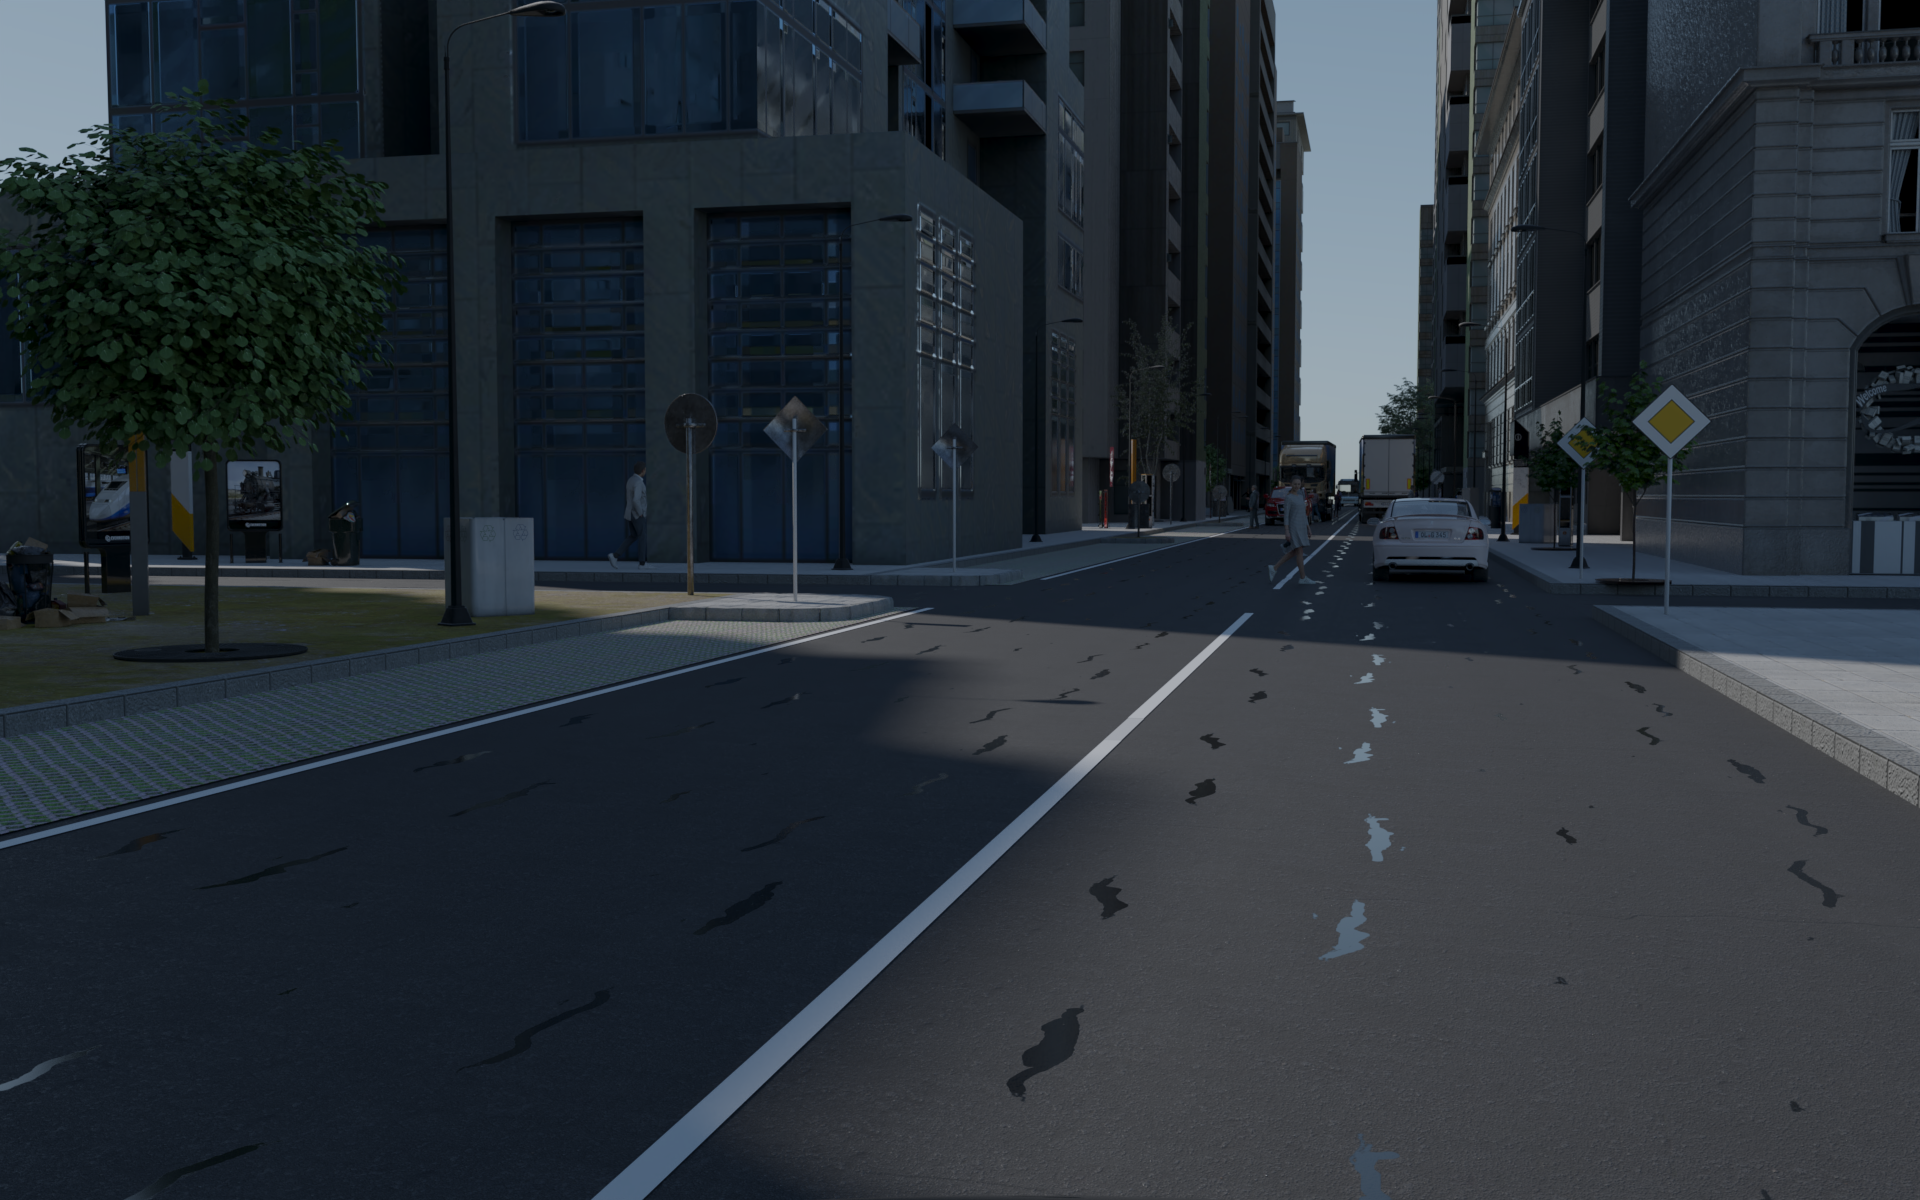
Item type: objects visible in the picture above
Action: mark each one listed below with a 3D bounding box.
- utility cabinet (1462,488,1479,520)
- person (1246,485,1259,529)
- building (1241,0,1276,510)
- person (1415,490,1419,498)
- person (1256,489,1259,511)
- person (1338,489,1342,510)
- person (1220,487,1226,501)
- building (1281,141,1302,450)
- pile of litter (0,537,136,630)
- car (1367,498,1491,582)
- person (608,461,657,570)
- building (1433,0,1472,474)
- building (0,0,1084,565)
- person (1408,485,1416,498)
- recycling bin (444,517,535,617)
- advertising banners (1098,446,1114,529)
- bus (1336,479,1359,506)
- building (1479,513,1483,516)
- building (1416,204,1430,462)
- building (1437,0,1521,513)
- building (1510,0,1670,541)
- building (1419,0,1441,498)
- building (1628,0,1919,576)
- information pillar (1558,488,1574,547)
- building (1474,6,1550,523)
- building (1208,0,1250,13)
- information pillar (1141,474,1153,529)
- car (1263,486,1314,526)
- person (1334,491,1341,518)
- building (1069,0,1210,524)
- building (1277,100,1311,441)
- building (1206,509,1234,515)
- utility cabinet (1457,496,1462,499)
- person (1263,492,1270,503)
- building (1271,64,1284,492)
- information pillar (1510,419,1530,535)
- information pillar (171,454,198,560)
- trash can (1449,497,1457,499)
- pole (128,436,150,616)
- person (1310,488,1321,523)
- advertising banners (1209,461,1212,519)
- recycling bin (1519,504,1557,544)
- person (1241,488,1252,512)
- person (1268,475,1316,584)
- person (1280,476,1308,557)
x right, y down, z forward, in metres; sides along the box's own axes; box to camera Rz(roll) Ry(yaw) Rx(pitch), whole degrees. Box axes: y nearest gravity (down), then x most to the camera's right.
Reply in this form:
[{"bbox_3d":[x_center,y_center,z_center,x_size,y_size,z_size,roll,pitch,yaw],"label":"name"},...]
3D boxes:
[{"bbox_3d":[17.820,-3.170,60.513,0.318,1.500,1.173,2,4,31],"label":"utility cabinet"},{"bbox_3d":[12.094,-3.855,71.708,0.590,1.801,0.661,1,4,19],"label":"person"},{"bbox_3d":[16.013,-32.292,151.679,21.300,48.544,21.600,1,4,14],"label":"building"},{"bbox_3d":[43.733,-9.729,166.038,0.541,1.710,0.530,3,5,44],"label":"person"},{"bbox_3d":[22.767,-7.751,133.434,0.551,1.740,0.621,0,4,-5],"label":"person"},{"bbox_3d":[32.993,-8.738,151.242,0.599,1.838,0.709,-2,4,-23],"label":"person"},{"bbox_3d":[16.217,-6.105,106.526,0.621,1.740,0.551,2,4,29],"label":"person"},{"bbox_3d":[35.218,-34.641,216.485,14.600,45.320,14.200,1,4,14],"label":"building"},{"bbox_3d":[-8.979,-0.190,17.065,1.719,0.858,1.176,-3,5,-43],"label":"pile of litter"},{"bbox_3d":[8.048,-1.062,29.723,2.083,1.381,4.827,1,4,14],"label":"car"},{"bbox_3d":[-5.570,-1.439,29.412,0.795,1.843,0.661,-1,4,-22],"label":"person"},{"bbox_3d":[48.936,-32.796,125.454,28.713,52.752,27.495,1,4,14],"label":"building"},{"bbox_3d":[-8.190,-44.860,46.130,22.319,86.520,31.000,1,4,14],"label":"building"},{"bbox_3d":[19.194,-3.973,73.582,0.853,1.813,0.709,1,4,10],"label":"person"},{"bbox_3d":[-5.019,-0.362,18.465,0.722,1.027,0.722,-3,5,-41],"label":"recycling bin"},{"bbox_3d":[5.444,-4.178,64.504,0.090,3.025,2.074,-1,4,-10],"label":"advertising banners"},{"bbox_3d":[45.538,-12.714,202.727,2.948,3.499,13.247,1,4,13],"label":"bus"},{"bbox_3d":[38.611,-25.893,106.944,14.154,41.232,14.086,1,4,14],"label":"building"},{"bbox_3d":[71.796,-34.315,244.649,14.154,41.232,14.086,1,4,14],"label":"building"},{"bbox_3d":[47.896,-28.412,148.128,14.154,41.232,14.086,1,4,14],"label":"building"},{"bbox_3d":[25.574,-14.326,53.296,14.314,24.678,30.058,1,4,14],"label":"building"},{"bbox_3d":[70.405,-48.179,225.973,20.563,71.187,20.611,1,4,14],"label":"building"},{"bbox_3d":[24.907,-11.486,29.589,24.055,21.916,13.314,1,4,14],"label":"building"},{"bbox_3d":[14.773,-2.306,42.188,0.304,2.012,0.304,2,4,29],"label":"information pillar"},{"bbox_3d":[33.458,-15.231,82.314,16.112,22.955,30.059,1,4,14],"label":"building"},{"bbox_3d":[14.747,-29.578,133.704,14.600,45.320,14.200,1,4,14],"label":"building"},{"bbox_3d":[6.926,-3.649,64.160,0.304,2.012,0.304,-2,4,-28],"label":"information pillar"},{"bbox_3d":[15.271,-4.386,80.378,2.281,1.827,5.304,1,4,13],"label":"car"},{"bbox_3d":[23.021,-5.856,105.716,0.415,1.643,0.593,2,4,24],"label":"person"},{"bbox_3d":[3.901,-18.921,81.063,14.160,30.474,14.107,1,4,14],"label":"building"},{"bbox_3d":[33.041,-39.723,238.716,28.713,52.752,27.495,1,4,14],"label":"building"},{"bbox_3d":[1.907,-26.022,117.342,32.217,40.220,23.993,1,4,14],"label":"building"},{"bbox_3d":[22.106,-3.934,75.481,0.306,1.237,1.020,-2,4,-24],"label":"utility cabinet"},{"bbox_3d":[25.919,-8.371,146.165,1.065,1.426,0.557,-1,4,-16],"label":"person"},{"bbox_3d":[23.205,-31.701,168.426,14.600,45.320,14.200,1,4,14],"label":"building"},{"bbox_3d":[17.524,-3.841,54.153,0.504,3.616,0.183,3,5,42],"label":"information pillar"},{"bbox_3d":[-15.147,-2.590,33.709,0.504,3.616,0.183,2,4,23],"label":"information pillar"},{"bbox_3d":[25.137,-4.658,87.818,0.748,1.137,0.748,0,3,0],"label":"trash can"},{"bbox_3d":[-8.670,-1.492,18.242,0.158,3.312,0.155,0,3,0],"label":"pole"},{"bbox_3d":[17.804,-4.749,86.738,0.593,1.750,0.643,-1,4,-23],"label":"person"},{"bbox_3d":[13.260,-5.837,91.630,0.090,3.025,2.074,0,4,7],"label":"advertising banners"},{"bbox_3d":[15.109,-2.001,45.271,0.722,1.027,0.722,-3,5,-41],"label":"recycling bin"},{"bbox_3d":[21.201,-7.364,127.274,1.217,1.723,0.721,0,4,-7],"label":"person"},{"bbox_3d":[5.304,-1.126,27.655,0.760,1.731,0.466,1,4,12],"label":"person"},{"bbox_3d":[7.700,-1.932,39.935,0.795,1.843,0.661,3,4,37],"label":"person"}]
